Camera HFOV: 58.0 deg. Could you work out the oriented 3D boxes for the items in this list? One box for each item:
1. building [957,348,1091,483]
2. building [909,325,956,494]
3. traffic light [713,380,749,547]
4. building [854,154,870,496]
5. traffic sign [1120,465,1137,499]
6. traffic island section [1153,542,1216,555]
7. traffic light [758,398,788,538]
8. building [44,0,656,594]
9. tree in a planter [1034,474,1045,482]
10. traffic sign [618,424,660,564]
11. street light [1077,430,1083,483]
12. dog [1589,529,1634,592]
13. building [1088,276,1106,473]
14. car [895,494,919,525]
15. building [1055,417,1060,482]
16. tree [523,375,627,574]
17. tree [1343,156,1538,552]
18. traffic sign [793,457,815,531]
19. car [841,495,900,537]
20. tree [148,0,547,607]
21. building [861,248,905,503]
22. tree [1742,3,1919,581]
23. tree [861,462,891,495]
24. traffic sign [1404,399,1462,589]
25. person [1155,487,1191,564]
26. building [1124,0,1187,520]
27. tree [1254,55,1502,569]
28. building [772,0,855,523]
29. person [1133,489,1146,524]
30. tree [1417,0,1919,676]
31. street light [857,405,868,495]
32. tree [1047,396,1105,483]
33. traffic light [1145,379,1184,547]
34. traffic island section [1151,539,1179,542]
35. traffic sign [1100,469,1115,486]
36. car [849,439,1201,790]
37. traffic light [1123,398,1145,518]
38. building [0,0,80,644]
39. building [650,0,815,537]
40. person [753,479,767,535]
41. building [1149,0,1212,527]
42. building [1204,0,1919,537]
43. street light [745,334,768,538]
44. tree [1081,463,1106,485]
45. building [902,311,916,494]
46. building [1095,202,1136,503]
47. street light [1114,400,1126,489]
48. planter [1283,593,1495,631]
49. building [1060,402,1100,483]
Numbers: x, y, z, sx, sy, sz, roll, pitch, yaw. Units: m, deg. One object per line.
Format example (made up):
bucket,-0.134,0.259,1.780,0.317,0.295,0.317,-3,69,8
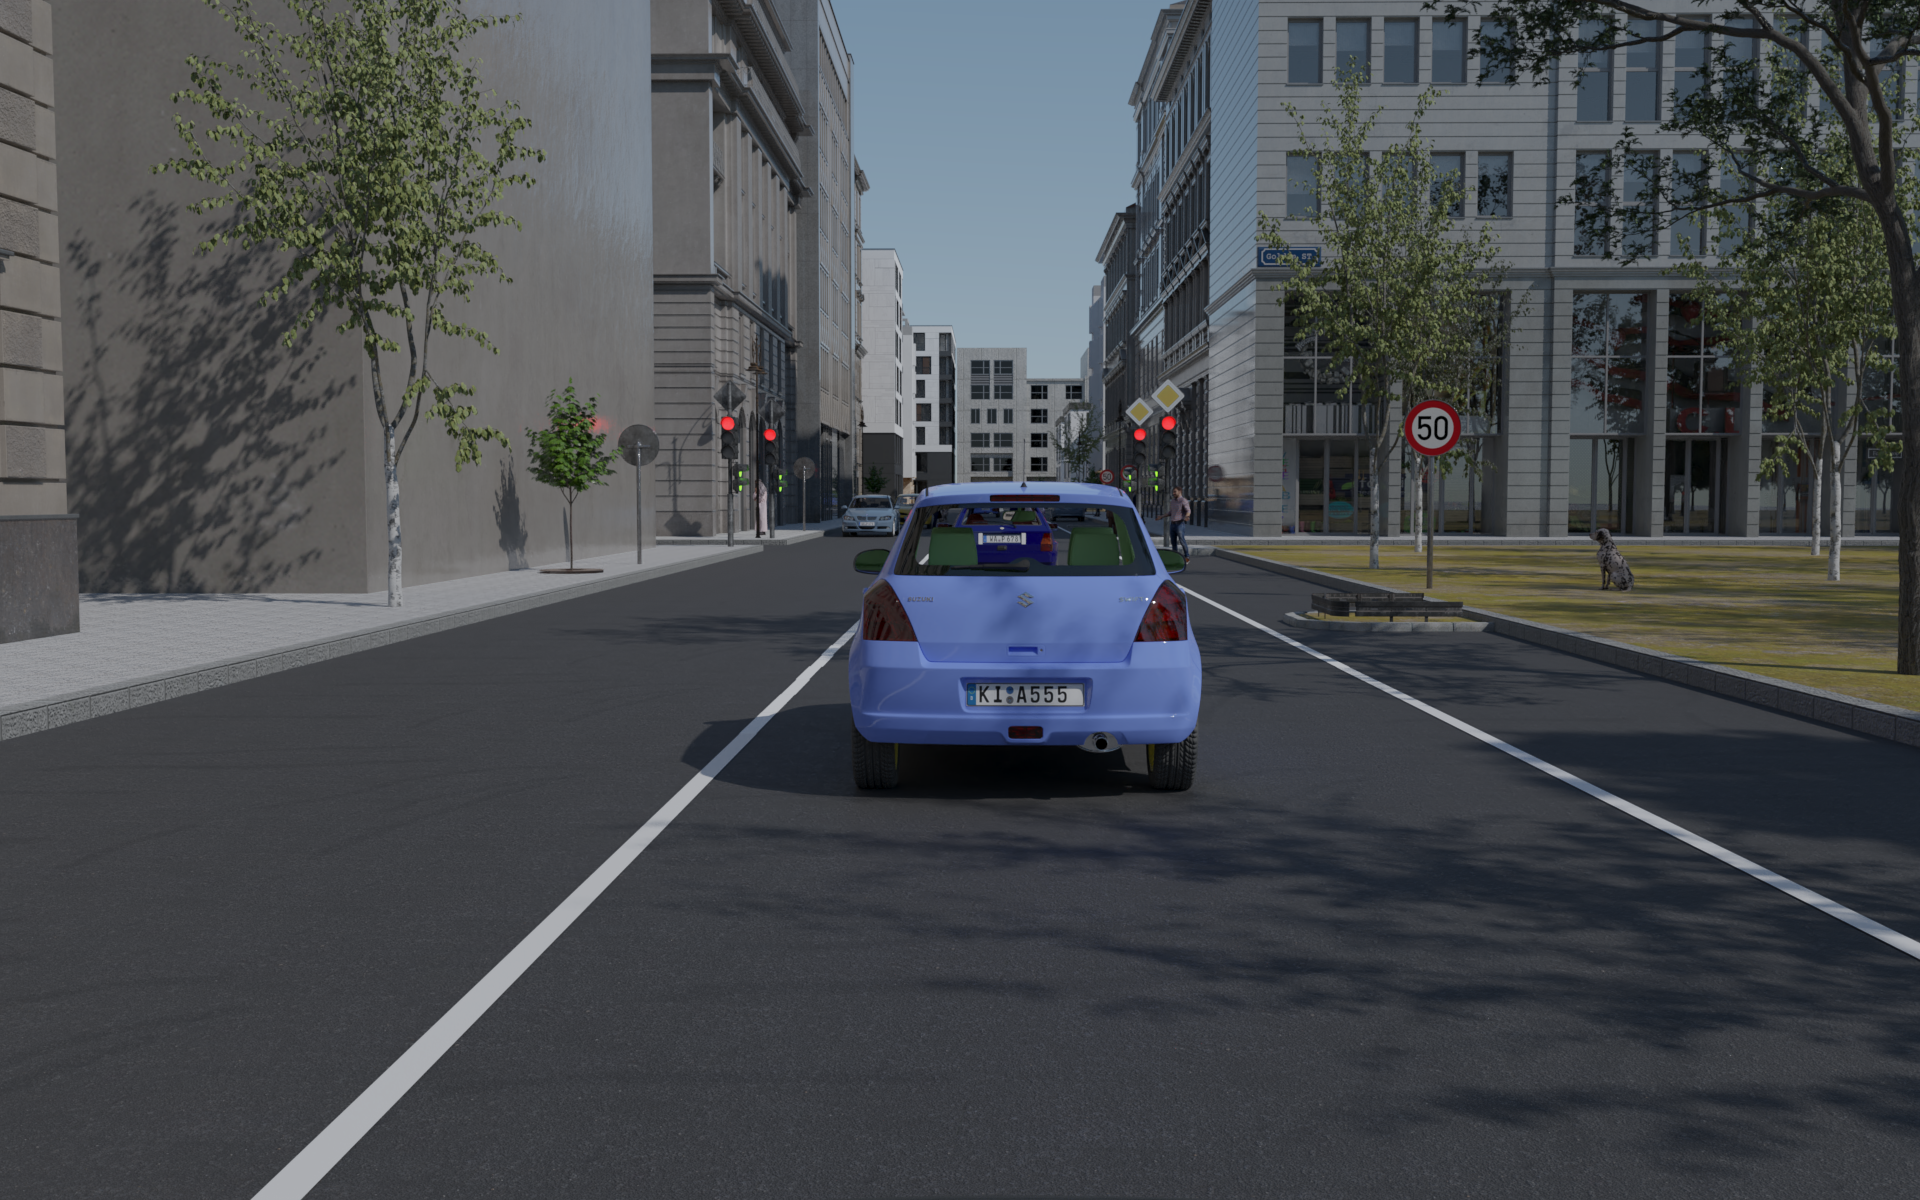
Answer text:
building,15.512,-21.467,217.448,31.486,18.905,16.747,0,4,1
building,-17.022,-23.230,223.783,32.646,21.610,27.936,0,4,1
traffic light,-5.570,-3.232,42.080,0.839,4.213,0.868,0,4,1
building,-12.642,-19.014,108.140,12.463,27.353,25.104,0,4,1
traffic sign,7.308,-4.574,74.898,0.768,2.556,0.104,0,4,3
traffic island section,5.030,-1.207,42.018,2.009,0.180,2.903,0,4,1
traffic light,-5.426,-3.720,50.063,0.839,4.213,0.868,0,4,1
building,-24.447,-13.876,31.381,34.151,26.468,19.350,0,4,1
tree in a planter,7.011,-9.487,152.331,1.991,3.239,1.994,0,4,1
traffic sign,-5.865,-1.927,31.617,0.768,2.556,0.104,0,4,2
street light,8.577,-9.287,124.635,0.468,5.910,1.993,0,4,1
dog,8.703,-0.527,22.996,0.513,0.831,0.800,0,4,7
building,18.425,-17.245,138.377,16.016,20.091,11.380,0,4,1
car,-2.015,-3.810,72.510,2.015,1.641,3.980,0,4,-1
building,15.301,-14.943,186.466,9.099,9.664,28.070,0,4,1
tree,-6.231,-2.059,28.259,1.663,3.219,1.824,0,3,0
tree,10.144,-5.347,37.782,4.360,8.622,3.978,0,3,0
traffic sign,-5.374,-3.645,59.696,0.768,2.556,0.104,1,4,9
car,-3.013,-2.894,59.320,2.014,1.417,4.499,0,4,2
tree,-6.460,-4.212,19.226,4.737,8.622,4.395,0,3,0
building,-19.404,-18.247,142.320,27.936,21.610,32.646,0,4,1
tree,12.776,-4.589,25.387,4.737,8.622,4.395,0,3,0
tree,-5.145,-6.619,102.820,1.663,3.219,1.824,0,3,0
traffic sign,6.369,-1.426,23.420,0.768,2.556,0.104,0,4,5
person,4.441,-1.528,35.442,0.435,1.587,0.963,-3,5,-42
building,16.423,-18.800,93.281,13.634,28.700,20.117,0,4,1
tree,7.061,-4.827,29.278,4.737,8.622,4.395,0,3,0
building,-11.995,-16.373,85.726,12.078,24.808,19.932,0,4,1
person,7.496,-3.932,72.878,0.613,1.512,0.480,0,4,-4
tree,7.028,-4.765,12.315,8.767,10.594,7.601,2,4,30
street light,-5.087,-7.194,90.415,0.468,5.910,1.993,0,4,1
tree,8.993,-11.004,130.283,4.737,8.622,4.395,0,3,0
traffic light,4.990,-3.221,41.906,0.839,4.213,0.868,0,4,1
traffic island section,5.174,-1.695,50.002,2.009,0.180,2.903,0,4,1
traffic sign,7.547,-5.431,88.904,0.768,2.556,0.104,1,4,10
car,0.337,-0.007,9.710,1.945,1.707,3.694,0,4,1
traffic light,5.134,-3.709,49.890,0.839,4.213,0.868,0,4,1
building,-14.019,-12.598,3.246,12.463,27.353,25.104,0,4,1
building,-13.108,-13.541,63.196,13.314,21.916,24.055,0,4,1
person,-6.226,-2.884,53.870,0.551,1.740,0.621,2,4,34
building,14.301,-14.898,72.468,11.050,23.489,19.941,0,4,1
building,23.571,-17.028,55.903,29.804,29.767,11.434,0,4,1
street light,-5.890,-4.742,50.314,0.468,5.910,1.993,0,4,1
tree,8.242,-6.892,107.293,1.663,3.219,1.824,0,3,0
building,-12.463,-19.604,176.938,16.016,20.091,11.380,0,4,1
building,15.298,-17.021,114.442,11.583,22.565,21.152,0,4,1
street light,7.752,-6.802,83.999,0.468,5.910,1.993,0,4,1
planter,4.617,0.127,19.063,1.991,0.319,1.994,0,4,1
building,14.521,-13.230,158.457,9.099,9.664,28.070,0,4,1
